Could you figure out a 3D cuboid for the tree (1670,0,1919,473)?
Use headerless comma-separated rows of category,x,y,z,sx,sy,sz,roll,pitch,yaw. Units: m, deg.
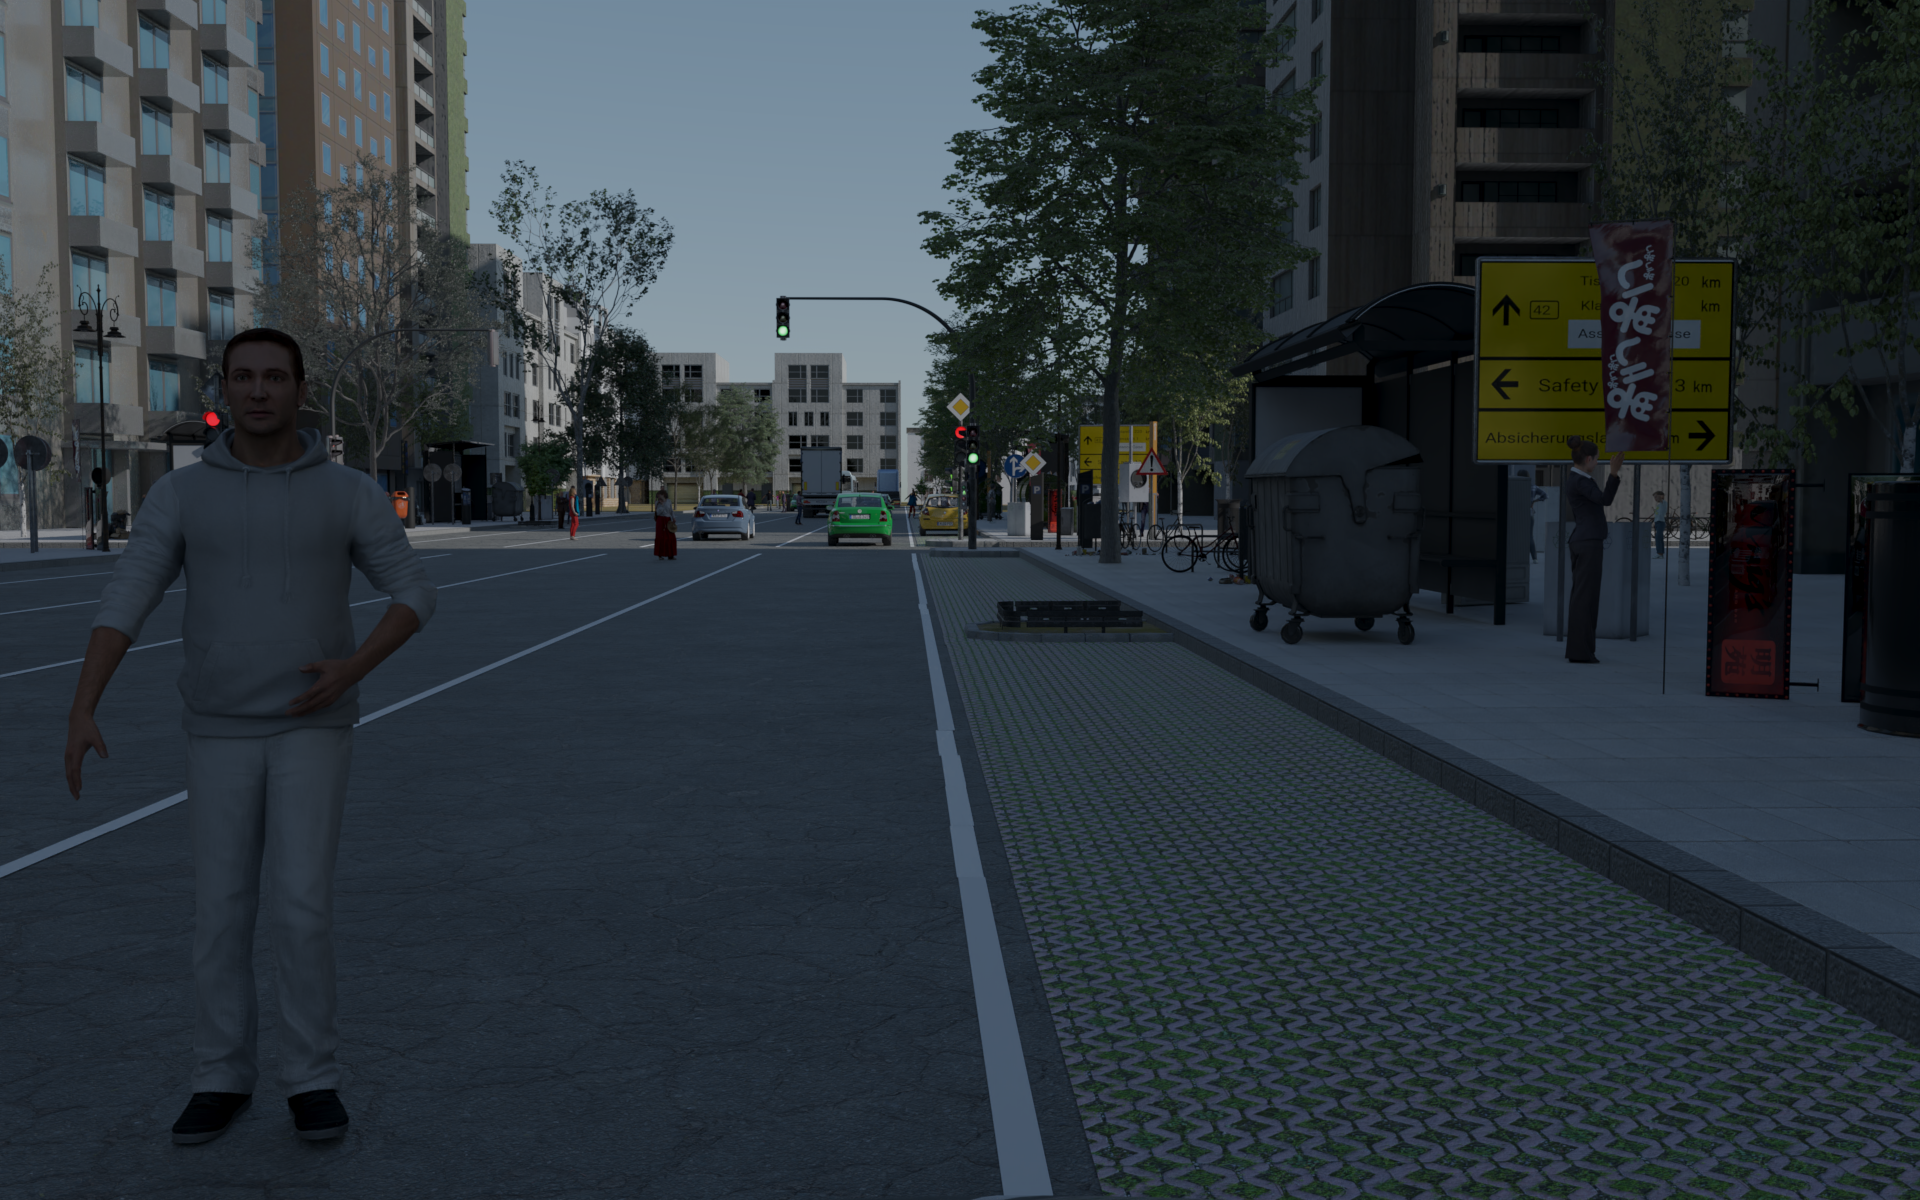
tree,10.341,-4.201,19.048,4.737,8.622,4.395,0,3,0

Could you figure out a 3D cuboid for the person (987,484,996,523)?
person,1.391,-4.244,76.152,0.376,1.734,0.841,0,3,0

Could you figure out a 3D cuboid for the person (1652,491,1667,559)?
person,13.903,-1.500,34.479,0.340,1.345,0.435,0,4,3

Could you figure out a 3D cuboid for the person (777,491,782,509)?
person,-17.458,-9.655,166.877,0.721,1.766,1.217,0,4,2

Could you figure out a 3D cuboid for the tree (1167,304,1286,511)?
tree,10.136,-6.939,63.818,4.360,8.622,3.978,0,3,0

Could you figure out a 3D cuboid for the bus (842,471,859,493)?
bus,-10.063,-9.167,144.747,2.948,3.499,13.247,0,4,-2

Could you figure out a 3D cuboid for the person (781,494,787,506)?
person,-19.210,-10.944,190.692,1.065,1.426,0.557,0,4,3

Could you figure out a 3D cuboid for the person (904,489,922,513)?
person,-3.547,-7.490,131.053,1.348,1.812,0.705,-1,4,-12

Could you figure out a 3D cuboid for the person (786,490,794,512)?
person,-13.671,-7.947,139.236,0.742,1.727,0.445,0,4,3

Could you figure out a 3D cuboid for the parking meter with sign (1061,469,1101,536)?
parking meter with sign,3.956,-3.491,53.331,1.738,3.016,0.543,1,4,17

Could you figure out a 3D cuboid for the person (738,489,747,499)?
person,-16.192,-7.337,128.400,1.348,1.831,0.705,2,4,34

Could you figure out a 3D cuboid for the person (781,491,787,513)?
person,-13.662,-7.621,134.024,0.530,1.710,0.541,0,4,5

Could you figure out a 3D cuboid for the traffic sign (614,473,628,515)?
traffic sign,-21.233,-6.631,108.428,0.884,2.594,0.081,0,4,0

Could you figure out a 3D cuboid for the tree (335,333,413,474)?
tree,-26.611,-7.774,77.462,4.360,8.622,3.978,0,3,0

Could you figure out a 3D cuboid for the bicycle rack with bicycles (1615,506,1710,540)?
bicycle rack with bicycles,20.459,-2.194,49.260,2.925,0.926,2.852,3,5,43

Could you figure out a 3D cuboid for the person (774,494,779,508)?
person,-19.153,-10.362,181.149,0.599,1.433,0.991,2,4,33

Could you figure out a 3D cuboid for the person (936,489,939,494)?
person,-2.345,-10.742,181.761,0.705,1.814,1.350,1,4,20

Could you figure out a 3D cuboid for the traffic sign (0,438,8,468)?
traffic sign,-20.834,-2.270,37.226,0.768,2.556,0.104,0,3,0

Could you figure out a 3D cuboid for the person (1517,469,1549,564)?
person,10.400,-1.541,31.962,0.841,1.734,0.376,0,4,5

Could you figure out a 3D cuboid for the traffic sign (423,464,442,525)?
traffic sign,-22.027,-4.417,72.317,0.768,2.556,0.104,0,4,-1

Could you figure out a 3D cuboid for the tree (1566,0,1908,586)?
tree,10.174,-4.489,23.753,4.360,8.622,3.978,0,3,0

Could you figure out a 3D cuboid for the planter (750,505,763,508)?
planter,-21.167,-9.548,177.250,1.991,0.319,1.994,0,4,-2

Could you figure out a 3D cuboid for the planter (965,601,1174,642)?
planter,1.050,0.216,17.606,1.991,0.319,1.994,0,4,-2

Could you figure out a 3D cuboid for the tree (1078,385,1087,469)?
tree,8.733,-7.868,79.003,4.737,8.622,4.395,0,3,0

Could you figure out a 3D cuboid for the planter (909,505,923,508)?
planter,-4.245,-9.610,178.264,1.991,0.319,1.994,0,4,-2

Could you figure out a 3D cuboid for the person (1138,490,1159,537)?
person,5.587,-2.734,51.560,0.655,1.722,0.431,0,4,6

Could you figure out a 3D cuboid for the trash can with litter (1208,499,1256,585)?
trash can with litter,4.433,-0.863,25.163,1.678,1.210,2.233,2,4,31

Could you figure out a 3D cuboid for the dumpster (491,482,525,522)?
dumpster,-21.205,-4.612,81.160,1.264,1.857,1.865,0,4,-2

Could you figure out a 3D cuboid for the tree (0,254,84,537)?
tree,-27.925,-6.168,51.216,4.360,8.622,3.978,0,3,0

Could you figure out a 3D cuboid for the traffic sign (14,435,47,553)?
traffic sign,-20.132,-2.288,37.518,0.768,2.556,0.104,0,4,6

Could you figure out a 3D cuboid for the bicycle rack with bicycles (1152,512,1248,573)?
bicycle rack with bicycles,5.063,-0.938,28.720,2.925,0.926,2.852,2,4,23

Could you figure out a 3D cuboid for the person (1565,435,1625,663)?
person,4.838,-0.382,13.097,0.445,1.727,0.742,-1,4,-22

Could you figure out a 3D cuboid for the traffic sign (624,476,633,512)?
traffic sign,-23.604,-7.519,123.041,0.768,2.556,0.104,0,4,8

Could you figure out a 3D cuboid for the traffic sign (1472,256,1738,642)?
traffic sign,5.545,-1.291,14.974,2.265,3.308,0.079,0,4,-1

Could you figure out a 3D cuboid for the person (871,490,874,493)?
person,-7.601,-8.754,152.072,0.568,1.767,0.683,1,4,8

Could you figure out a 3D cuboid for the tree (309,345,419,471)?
tree,-29.263,-8.141,83.459,4.737,8.622,4.395,0,3,0

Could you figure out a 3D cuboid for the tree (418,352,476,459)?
tree,-27.273,-8.502,89.371,4.737,8.622,4.395,0,3,0

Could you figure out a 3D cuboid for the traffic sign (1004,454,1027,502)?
traffic sign,1.772,-3.368,55.180,0.768,2.556,0.104,0,4,-1

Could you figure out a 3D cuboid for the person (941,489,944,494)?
person,-1.961,-11.129,188.092,0.705,1.812,1.348,-1,4,-23

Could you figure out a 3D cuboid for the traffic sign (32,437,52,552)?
traffic sign,-20.488,-2.339,38.344,0.768,2.556,0.104,0,4,-1

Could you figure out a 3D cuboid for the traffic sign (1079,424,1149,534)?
traffic sign,4.611,-3.481,50.786,2.265,3.308,0.079,0,4,5

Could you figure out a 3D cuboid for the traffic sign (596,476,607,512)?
traffic sign,-25.129,-7.417,121.266,0.884,2.594,0.081,0,4,3

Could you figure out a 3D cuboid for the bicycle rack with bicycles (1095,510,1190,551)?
bicycle rack with bicycles,4.056,-1.558,38.859,2.852,0.926,2.925,2,4,35

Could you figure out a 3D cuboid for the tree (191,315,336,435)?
tree,-28.680,-7.357,70.644,4.360,8.622,3.978,0,3,0

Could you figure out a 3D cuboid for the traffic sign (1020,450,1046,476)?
traffic sign,2.167,-3.130,50.902,0.795,2.593,0.064,0,4,3

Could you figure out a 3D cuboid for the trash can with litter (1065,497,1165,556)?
trash can with litter,3.247,-1.553,36.446,2.233,1.210,1.678,0,4,-4

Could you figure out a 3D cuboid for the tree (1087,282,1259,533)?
tree,7.500,-6.545,57.376,4.737,8.622,4.395,0,3,0

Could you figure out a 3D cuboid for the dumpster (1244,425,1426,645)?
dumpster,3.319,-0.591,15.421,1.264,1.857,1.865,0,4,-2

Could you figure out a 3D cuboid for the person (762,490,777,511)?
person,-16.360,-8.572,148.658,1.348,1.822,0.705,0,4,2

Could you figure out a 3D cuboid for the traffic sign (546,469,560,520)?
traffic sign,-20.495,-5.319,87.068,0.768,2.556,0.104,0,4,6

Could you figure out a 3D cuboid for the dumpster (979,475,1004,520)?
dumpster,1.455,-5.178,87.155,1.502,2.255,1.985,0,4,-2

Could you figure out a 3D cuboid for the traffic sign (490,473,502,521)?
traffic sign,-22.270,-4.957,83.169,0.606,2.300,0.079,0,4,6

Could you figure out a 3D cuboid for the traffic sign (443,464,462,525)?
traffic sign,-21.157,-4.410,72.214,0.768,2.556,0.104,0,4,1

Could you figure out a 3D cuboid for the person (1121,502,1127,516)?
person,9.766,-5.911,102.821,0.598,1.807,0.434,0,4,-3

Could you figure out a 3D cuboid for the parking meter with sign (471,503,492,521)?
parking meter with sign,-23.454,-5.353,83.790,0.543,3.016,1.738,2,4,32

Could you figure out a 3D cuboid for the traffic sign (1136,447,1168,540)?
traffic sign,5.340,-2.953,48.290,0.884,2.594,0.081,0,4,7
